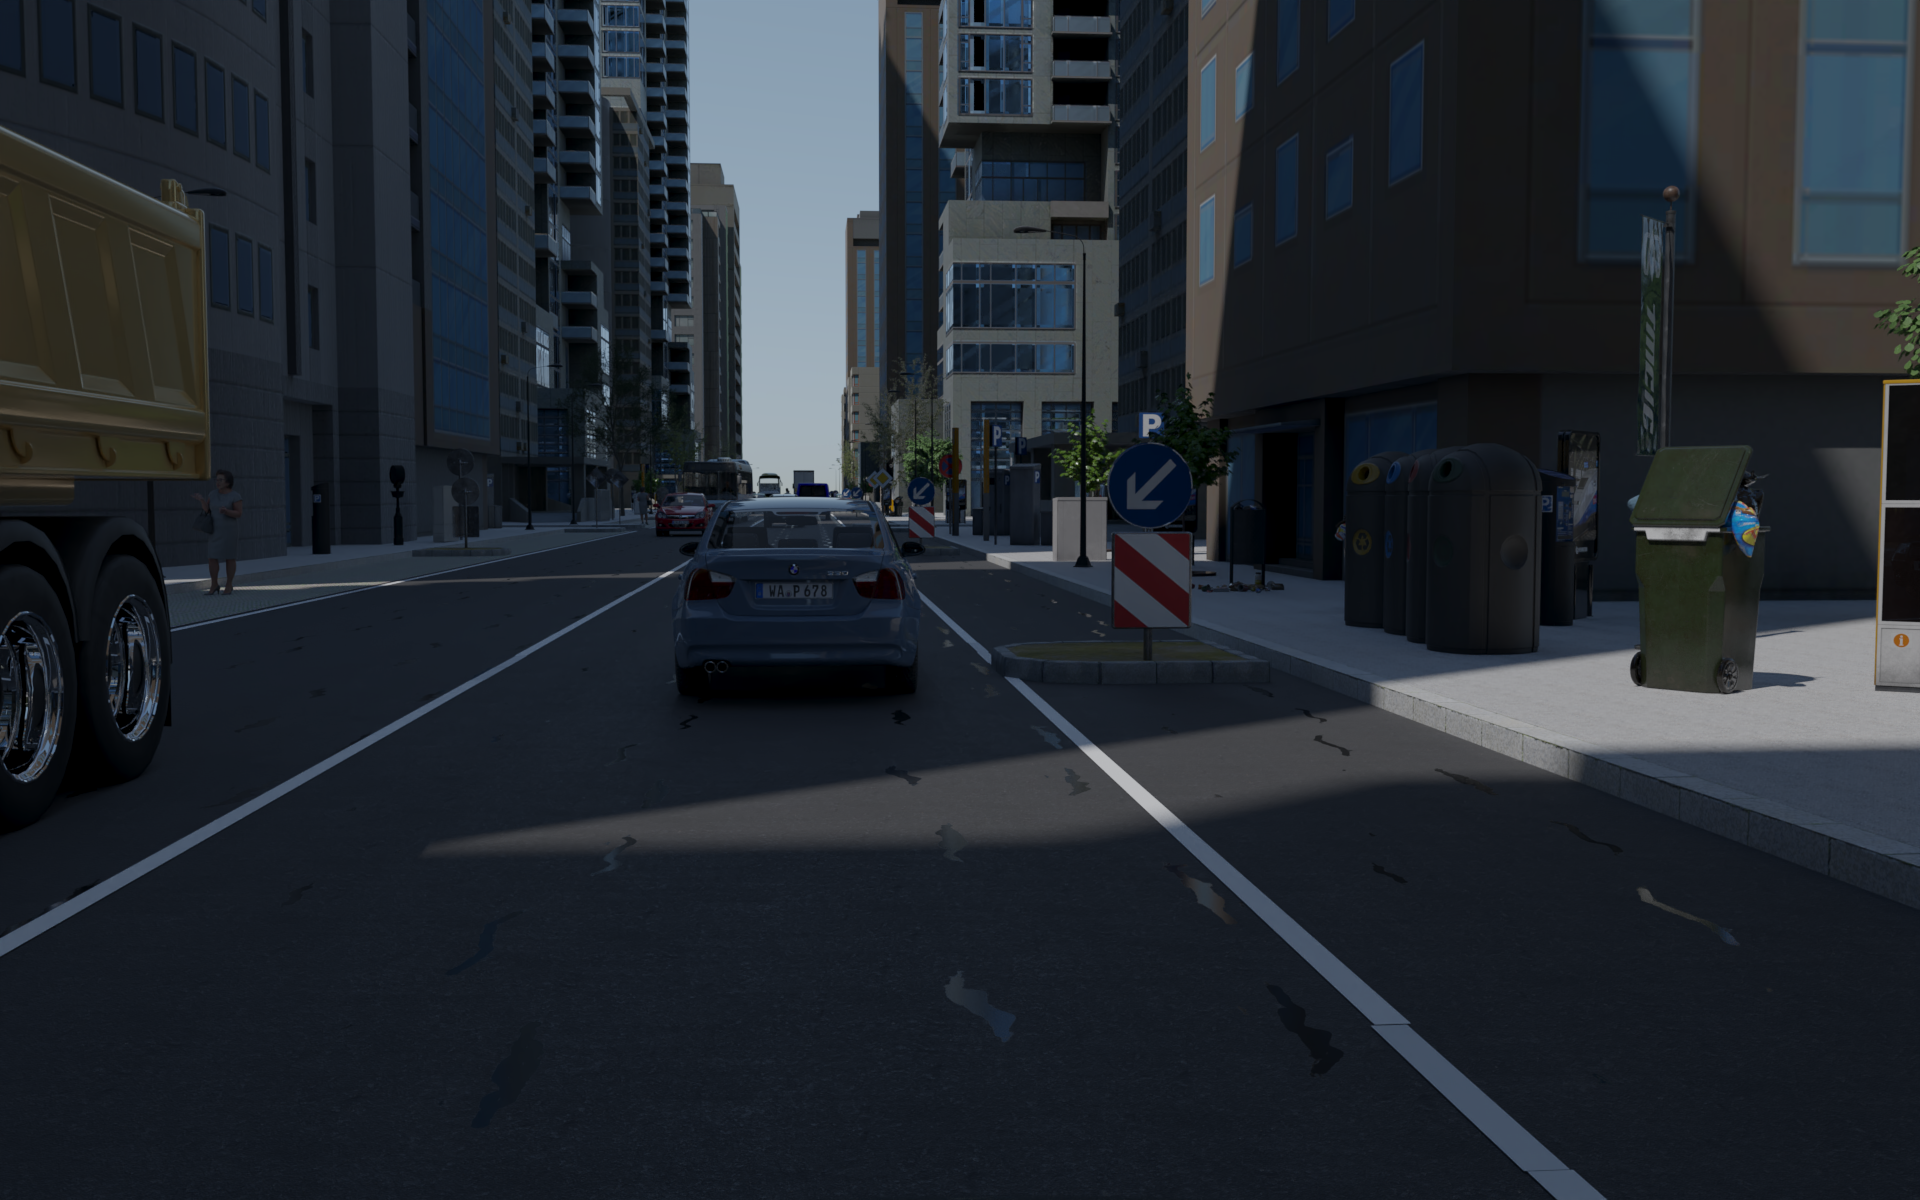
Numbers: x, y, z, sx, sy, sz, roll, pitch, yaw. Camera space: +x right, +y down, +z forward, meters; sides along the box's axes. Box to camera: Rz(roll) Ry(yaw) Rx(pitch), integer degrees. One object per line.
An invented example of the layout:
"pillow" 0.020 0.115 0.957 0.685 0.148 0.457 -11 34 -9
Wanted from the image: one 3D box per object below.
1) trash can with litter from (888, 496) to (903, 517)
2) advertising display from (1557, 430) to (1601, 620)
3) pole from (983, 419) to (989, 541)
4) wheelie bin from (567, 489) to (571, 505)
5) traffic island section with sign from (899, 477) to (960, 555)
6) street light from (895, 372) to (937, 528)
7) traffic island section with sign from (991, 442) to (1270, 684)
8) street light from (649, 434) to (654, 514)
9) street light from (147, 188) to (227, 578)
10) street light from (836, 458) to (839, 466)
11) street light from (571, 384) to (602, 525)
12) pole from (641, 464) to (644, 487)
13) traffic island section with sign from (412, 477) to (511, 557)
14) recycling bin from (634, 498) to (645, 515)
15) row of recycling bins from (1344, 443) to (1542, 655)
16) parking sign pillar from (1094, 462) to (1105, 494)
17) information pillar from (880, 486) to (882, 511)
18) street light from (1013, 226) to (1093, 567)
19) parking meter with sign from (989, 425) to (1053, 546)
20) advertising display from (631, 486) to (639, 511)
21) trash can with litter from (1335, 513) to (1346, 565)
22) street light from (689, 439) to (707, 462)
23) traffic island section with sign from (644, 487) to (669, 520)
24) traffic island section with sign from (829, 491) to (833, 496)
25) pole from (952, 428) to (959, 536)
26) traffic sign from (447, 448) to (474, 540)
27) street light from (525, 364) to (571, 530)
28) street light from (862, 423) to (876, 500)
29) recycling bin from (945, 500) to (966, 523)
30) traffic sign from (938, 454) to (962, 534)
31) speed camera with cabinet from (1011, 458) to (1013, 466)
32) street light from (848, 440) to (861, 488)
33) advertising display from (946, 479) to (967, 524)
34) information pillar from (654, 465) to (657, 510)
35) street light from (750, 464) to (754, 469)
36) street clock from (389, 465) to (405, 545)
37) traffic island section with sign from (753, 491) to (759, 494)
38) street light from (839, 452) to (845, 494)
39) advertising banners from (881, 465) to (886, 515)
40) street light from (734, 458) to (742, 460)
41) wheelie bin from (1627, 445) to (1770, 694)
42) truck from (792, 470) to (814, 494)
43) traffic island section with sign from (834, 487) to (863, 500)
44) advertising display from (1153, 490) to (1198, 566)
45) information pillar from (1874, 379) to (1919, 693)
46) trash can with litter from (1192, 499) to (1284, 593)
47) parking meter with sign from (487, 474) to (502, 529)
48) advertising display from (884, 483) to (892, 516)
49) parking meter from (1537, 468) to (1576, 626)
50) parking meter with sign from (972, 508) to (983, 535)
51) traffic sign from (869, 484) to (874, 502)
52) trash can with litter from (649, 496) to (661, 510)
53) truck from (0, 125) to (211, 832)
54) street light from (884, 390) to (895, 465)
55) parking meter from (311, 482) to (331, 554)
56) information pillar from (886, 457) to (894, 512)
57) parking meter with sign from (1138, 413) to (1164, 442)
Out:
"trash can with litter" -3.671 -5.282 97.749 0.624 1.170 1.055 -3 5 -42
"advertising display" 6.337 -0.768 17.770 0.123 1.923 0.974 3 4 38
"pole" 0.718 -3.274 47.368 0.158 3.312 0.155 0 3 0
"wheelie bin" -22.601 -5.731 101.613 0.980 1.594 0.693 -2 4 -27
"traffic island section with sign" -1.081 -2.004 41.392 1.989 1.847 2.006 0 4 -5
"street light" -1.606 -5.724 66.123 1.470 5.913 1.316 0 4 -5
"traffic island section with sign" 1.286 -0.330 14.029 1.989 1.847 2.006 0 4 -5
"street light" -18.998 -8.374 109.450 1.470 5.913 1.316 0 4 -5
"street light" -11.817 -3.292 26.366 1.470 5.913 1.316 0 4 -5
"street light" -16.209 -16.119 236.090 1.470 5.913 1.316 0 4 -5
"street light" -15.770 -6.143 72.979 1.470 5.913 1.316 0 4 -5
"pole" -21.612 -7.599 118.090 0.158 3.312 0.155 0 3 0
"traffic island section with sign" -11.566 -1.943 40.391 1.989 1.847 2.006 0 4 -5
"recycling bin" -20.024 -5.857 108.319 0.722 1.027 0.722 -1 4 -15
"row of recycling bins" 4.278 -0.513 15.495 1.069 1.692 3.534 0 4 -1
"parking sign pillar" 6.274 -5.285 74.879 1.447 3.967 1.447 -2 4 -25
"information pillar" -5.365 -7.117 120.858 0.304 2.012 0.304 1 4 15
"street light" 1.623 -3.527 30.216 1.470 5.913 1.316 0 4 -5
"parking meter with sign" 1.632 -2.882 43.377 1.738 3.016 0.543 2 4 28
"advertising display" -24.461 -7.710 131.279 0.974 1.923 0.123 1 4 18
"trash can with litter" 4.402 -0.465 18.993 0.624 1.170 1.055 1 4 9
"street light" -22.494 -10.807 149.241 1.470 5.913 1.316 0 4 -5
"traffic island section with sign" -16.385 -5.325 95.683 1.989 1.847 2.006 0 4 -5
"traffic island section with sign" -8.213 -7.014 123.313 1.989 1.847 2.006 0 4 -5
"pole" -0.138 -3.627 53.143 0.158 3.312 0.155 0 3 0
"traffic sign" -13.936 -2.949 48.326 0.768 2.556 0.104 0 4 -1
"street light" -14.872 -5.467 61.922 1.470 5.913 1.316 0 4 -5
"street light" -5.504 -8.609 113.297 1.470 5.913 1.316 0 4 -5
"recycling bin" -0.195 -3.938 76.932 0.722 1.027 0.722 1 4 23
"traffic sign" -0.308 -3.377 55.321 0.768 2.556 0.104 0 4 -2
"speed camera with cabinet" 2.166 -6.137 94.671 2.038 3.252 0.660 3 5 40
"street light" -9.151 -11.070 153.537 1.470 5.913 1.316 0 4 -5
"advertising display" -0.157 -4.302 75.547 0.974 1.923 0.123 2 4 27
"information pillar" -24.685 -9.103 140.193 0.183 3.616 0.504 -1 4 -15
"street light" -32.749 -18.062 267.853 1.470 5.913 1.316 0 4 -5
"street clock" -14.085 -2.375 43.396 0.358 2.002 0.471 -3 5 -40
"traffic island section with sign" -32.600 -16.722 282.036 1.989 1.847 2.006 0 4 -5
"street light" -12.156 -13.245 189.097 1.470 5.913 1.316 0 4 -5
"advertising banners" -4.636 -6.665 105.167 0.090 3.025 2.074 0 4 4
"street light" -29.756 -15.876 232.116 1.470 5.913 1.316 0 4 -5
"wheelie bin" 4.859 -0.215 11.430 0.693 1.594 0.980 -3 4 -38
"truck" -18.782 -13.423 208.372 2.839 4.237 11.283 0 4 -5
"traffic island section with sign" -5.878 -5.372 96.458 1.989 1.847 2.006 0 4 -5
"advertising display" 3.790 -1.571 30.894 0.974 1.923 0.123 -1 4 -22
"information pillar" 6.156 -0.415 11.270 0.304 2.012 0.304 2 4 31
"trash can with litter" 3.450 -0.738 23.123 2.233 1.210 1.678 -1 4 -23
"parking meter with sign" -17.847 -4.198 64.891 1.738 3.016 0.543 3 4 36
"advertising display" -4.277 -5.907 101.786 0.123 1.923 0.974 -2 4 -29
"parking meter" 5.809 -0.521 16.925 0.372 1.533 0.369 0 3 0
"parking meter with sign" 1.174 -3.494 53.387 1.738 3.016 0.543 2 4 34
"traffic sign" -6.047 -7.421 121.444 0.768 2.556 0.104 0 4 -3
"trash can with litter" -24.843 -8.009 142.005 2.233 1.210 1.678 1 4 22
"truck" -4.981 -0.548 4.890 3.469 3.379 9.791 0 4 -6
"street light" -2.523 -6.421 77.517 1.470 5.913 1.316 0 4 -5
"parking meter" -13.645 -1.747 36.969 0.372 1.533 0.369 0 3 0
"information pillar" -4.417 -7.231 109.576 0.504 3.616 0.183 1 4 14
"parking meter with sign" 4.156 -2.451 36.328 0.543 3.016 1.738 0 4 -4
